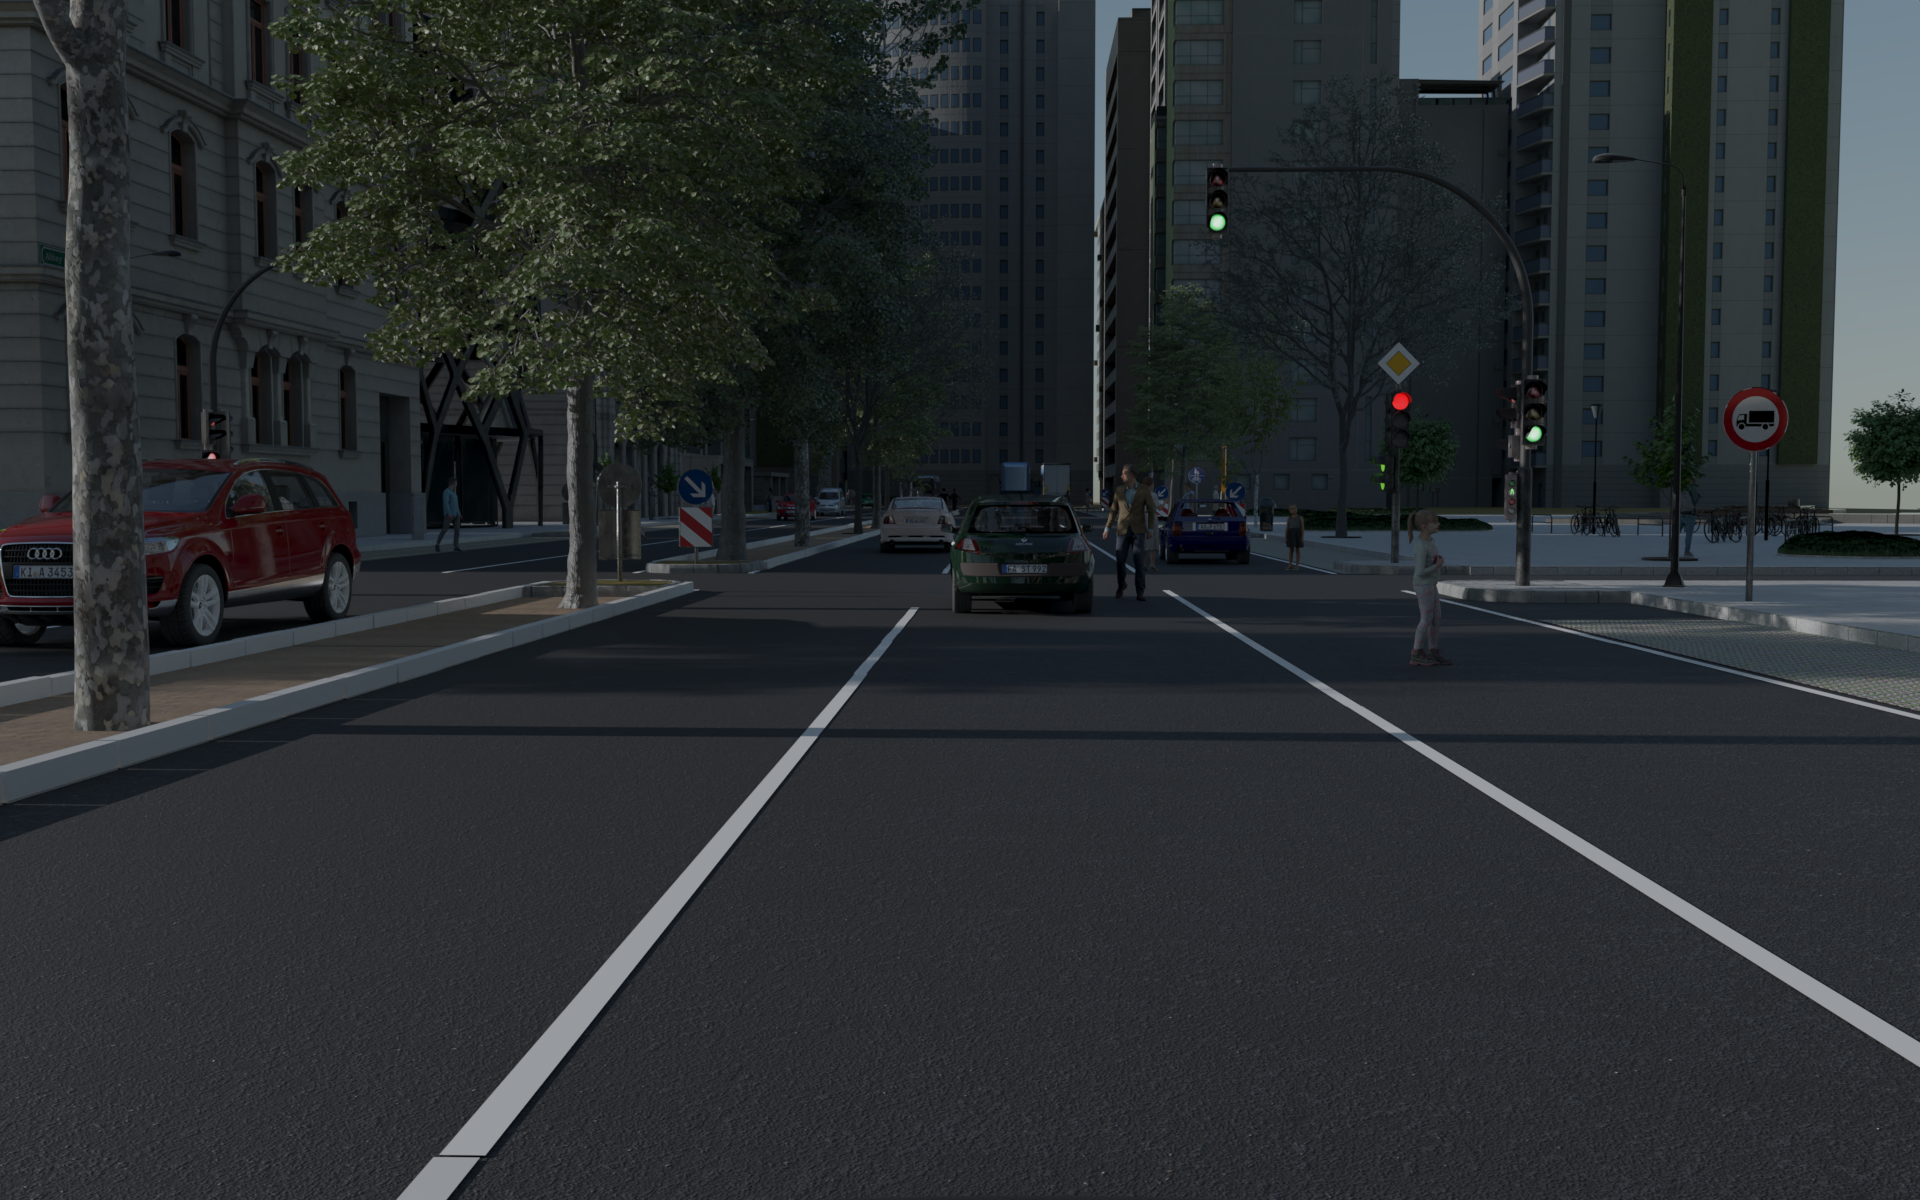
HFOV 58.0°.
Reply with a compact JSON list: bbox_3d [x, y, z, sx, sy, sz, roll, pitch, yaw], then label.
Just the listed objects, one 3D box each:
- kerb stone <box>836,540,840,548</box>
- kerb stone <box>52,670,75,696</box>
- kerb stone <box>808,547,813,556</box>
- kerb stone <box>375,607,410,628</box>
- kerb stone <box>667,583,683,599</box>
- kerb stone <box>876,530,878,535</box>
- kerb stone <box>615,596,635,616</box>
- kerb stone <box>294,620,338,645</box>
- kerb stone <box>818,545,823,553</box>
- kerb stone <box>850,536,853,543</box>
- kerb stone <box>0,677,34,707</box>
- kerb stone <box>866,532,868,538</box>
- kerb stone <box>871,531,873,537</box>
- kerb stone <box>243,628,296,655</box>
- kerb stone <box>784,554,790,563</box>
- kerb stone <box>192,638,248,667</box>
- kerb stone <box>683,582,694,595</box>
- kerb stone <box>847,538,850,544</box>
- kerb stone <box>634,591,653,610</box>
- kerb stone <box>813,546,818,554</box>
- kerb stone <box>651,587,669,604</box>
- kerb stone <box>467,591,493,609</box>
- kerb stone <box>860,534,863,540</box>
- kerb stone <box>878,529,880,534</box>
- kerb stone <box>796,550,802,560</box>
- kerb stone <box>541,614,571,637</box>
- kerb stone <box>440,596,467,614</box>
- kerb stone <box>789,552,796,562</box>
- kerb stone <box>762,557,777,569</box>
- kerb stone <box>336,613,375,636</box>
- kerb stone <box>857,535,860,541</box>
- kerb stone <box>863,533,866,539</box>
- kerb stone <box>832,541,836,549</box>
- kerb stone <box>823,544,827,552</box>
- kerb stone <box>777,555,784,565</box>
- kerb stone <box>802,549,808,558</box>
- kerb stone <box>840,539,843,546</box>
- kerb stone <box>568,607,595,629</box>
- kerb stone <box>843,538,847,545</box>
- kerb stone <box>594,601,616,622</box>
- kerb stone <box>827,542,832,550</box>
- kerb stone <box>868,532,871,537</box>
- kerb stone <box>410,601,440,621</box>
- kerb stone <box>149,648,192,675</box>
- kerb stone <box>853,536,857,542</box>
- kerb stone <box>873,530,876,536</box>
[{"bbox_3d":[-3.367,-1.452,45.942,0.120,0.150,1.000,0,4,2],"label":"kerb stone"},{"bbox_3d":[-6.437,0.591,12.709,0.120,0.150,1.000,0,4,2],"label":"kerb stone"},{"bbox_3d":[-3.546,-1.076,39.781,0.120,0.150,1.000,0,4,2],"label":"kerb stone"},{"bbox_3d":[-6.254,0.204,18.861,0.120,0.150,1.000,0,4,2],"label":"kerb stone"},{"bbox_3d":[-4.006,-0.102,23.870,0.120,0.150,1.000,0,4,2],"label":"kerb stone"},{"bbox_3d":[-2.981,-2.265,59.253,0.120,0.150,1.000,0,4,2],"label":"kerb stone"},{"bbox_3d":[-4.099,0.085,20.802,0.120,0.150,1.000,0,4,2],"label":"kerb stone"},{"bbox_3d":[-6.319,0.334,16.814,0.120,0.150,1.000,0,4,2],"label":"kerb stone"},{"bbox_3d":[-3.492,-1.197,41.845,0.120,0.150,1.000,0,4,2],"label":"kerb stone"},{"bbox_3d":[-3.258,-1.703,50.043,0.120,0.150,1.000,0,4,2],"label":"kerb stone"},{"bbox_3d":[-6.469,0.644,11.682,0.120,0.150,1.000,0,4,2],"label":"kerb stone"},{"bbox_3d":[-3.107,-2.015,55.152,0.120,0.150,1.000,0,4,2],"label":"kerb stone"},{"bbox_3d":[-3.048,-2.141,57.203,0.120,0.150,1.000,0,4,2],"label":"kerb stone"},{"bbox_3d":[-6.345,0.392,15.781,0.120,0.150,1.000,0,4,2],"label":"kerb stone"},{"bbox_3d":[-3.672,-0.824,35.668,0.120,0.150,1.000,0,4,2],"label":"kerb stone"},{"bbox_3d":[-6.372,0.462,14.760,0.120,0.150,1.000,0,4,2],"label":"kerb stone"},{"bbox_3d":[-3.981,-0.162,24.892,0.120,0.150,1.000,0,4,2],"label":"kerb stone"},{"bbox_3d":[-3.283,-1.639,49.017,0.120,0.150,1.000,0,4,2],"label":"kerb stone"},{"bbox_3d":[-4.067,0.025,21.825,0.120,0.150,1.000,0,4,2],"label":"kerb stone"},{"bbox_3d":[-3.524,-1.138,40.811,0.120,0.150,1.000,0,4,2],"label":"kerb stone"},{"bbox_3d":[-4.036,-0.040,22.847,0.120,0.150,1.000,0,4,2],"label":"kerb stone"},{"bbox_3d":[-6.160,0.022,21.931,0.120,0.150,1.000,0,4,2],"label":"kerb stone"},{"bbox_3d":[-3.170,-1.886,53.109,0.120,0.150,1.000,0,4,2],"label":"kerb stone"},{"bbox_3d":[-2.950,-2.328,60.286,0.120,0.150,1.000,0,4,2],"label":"kerb stone"},{"bbox_3d":[-3.612,-0.950,37.724,0.120,0.150,1.000,0,4,2],"label":"kerb stone"},{"bbox_3d":[-4.191,0.275,17.726,0.120,0.150,1.000,0,4,2],"label":"kerb stone"},{"bbox_3d":[-6.200,0.081,20.910,0.120,0.150,1.000,0,4,2],"label":"kerb stone"},{"bbox_3d":[-3.643,-0.887,36.700,0.120,0.150,1.000,0,4,2],"label":"kerb stone"},{"bbox_3d":[-3.724,-0.696,33.624,0.120,0.150,1.000,0,4,2],"label":"kerb stone"},{"bbox_3d":[-6.291,0.269,17.840,0.120,0.150,1.000,0,4,2],"label":"kerb stone"},{"bbox_3d":[-3.200,-1.828,52.087,0.120,0.150,1.000,0,4,2],"label":"kerb stone"},{"bbox_3d":[-3.129,-1.945,54.130,0.120,0.150,1.000,0,4,2],"label":"kerb stone"},{"bbox_3d":[-3.397,-1.390,44.920,0.120,0.150,1.000,0,4,2],"label":"kerb stone"},{"bbox_3d":[-3.467,-1.261,42.869,0.120,0.150,1.000,0,4,2],"label":"kerb stone"},{"bbox_3d":[-3.704,-0.762,34.646,0.120,0.150,1.000,0,4,2],"label":"kerb stone"},{"bbox_3d":[-3.583,-1.011,38.755,0.120,0.150,1.000,0,4,2],"label":"kerb stone"},{"bbox_3d":[-3.346,-1.513,46.965,0.120,0.150,1.000,0,4,2],"label":"kerb stone"},{"bbox_3d":[-4.157,0.214,18.750,0.120,0.150,1.000,0,4,2],"label":"kerb stone"},{"bbox_3d":[-3.316,-1.576,47.996,0.120,0.150,1.000,0,4,2],"label":"kerb stone"},{"bbox_3d":[-4.128,0.152,19.777,0.120,0.150,1.000,0,4,2],"label":"kerb stone"},{"bbox_3d":[-3.427,-1.326,43.891,0.120,0.150,1.000,0,4,2],"label":"kerb stone"},{"bbox_3d":[-3.076,-2.079,56.181,0.120,0.150,1.000,0,4,2],"label":"kerb stone"},{"bbox_3d":[-6.229,0.146,19.883,0.120,0.150,1.000,0,4,2],"label":"kerb stone"},{"bbox_3d":[-6.404,0.519,13.730,0.120,0.150,1.000,0,4,2],"label":"kerb stone"},{"bbox_3d":[-3.220,-1.760,51.065,0.120,0.150,1.000,0,4,2],"label":"kerb stone"},{"bbox_3d":[-3.017,-2.204,58.232,0.120,0.150,1.000,0,4,2],"label":"kerb stone"}]
